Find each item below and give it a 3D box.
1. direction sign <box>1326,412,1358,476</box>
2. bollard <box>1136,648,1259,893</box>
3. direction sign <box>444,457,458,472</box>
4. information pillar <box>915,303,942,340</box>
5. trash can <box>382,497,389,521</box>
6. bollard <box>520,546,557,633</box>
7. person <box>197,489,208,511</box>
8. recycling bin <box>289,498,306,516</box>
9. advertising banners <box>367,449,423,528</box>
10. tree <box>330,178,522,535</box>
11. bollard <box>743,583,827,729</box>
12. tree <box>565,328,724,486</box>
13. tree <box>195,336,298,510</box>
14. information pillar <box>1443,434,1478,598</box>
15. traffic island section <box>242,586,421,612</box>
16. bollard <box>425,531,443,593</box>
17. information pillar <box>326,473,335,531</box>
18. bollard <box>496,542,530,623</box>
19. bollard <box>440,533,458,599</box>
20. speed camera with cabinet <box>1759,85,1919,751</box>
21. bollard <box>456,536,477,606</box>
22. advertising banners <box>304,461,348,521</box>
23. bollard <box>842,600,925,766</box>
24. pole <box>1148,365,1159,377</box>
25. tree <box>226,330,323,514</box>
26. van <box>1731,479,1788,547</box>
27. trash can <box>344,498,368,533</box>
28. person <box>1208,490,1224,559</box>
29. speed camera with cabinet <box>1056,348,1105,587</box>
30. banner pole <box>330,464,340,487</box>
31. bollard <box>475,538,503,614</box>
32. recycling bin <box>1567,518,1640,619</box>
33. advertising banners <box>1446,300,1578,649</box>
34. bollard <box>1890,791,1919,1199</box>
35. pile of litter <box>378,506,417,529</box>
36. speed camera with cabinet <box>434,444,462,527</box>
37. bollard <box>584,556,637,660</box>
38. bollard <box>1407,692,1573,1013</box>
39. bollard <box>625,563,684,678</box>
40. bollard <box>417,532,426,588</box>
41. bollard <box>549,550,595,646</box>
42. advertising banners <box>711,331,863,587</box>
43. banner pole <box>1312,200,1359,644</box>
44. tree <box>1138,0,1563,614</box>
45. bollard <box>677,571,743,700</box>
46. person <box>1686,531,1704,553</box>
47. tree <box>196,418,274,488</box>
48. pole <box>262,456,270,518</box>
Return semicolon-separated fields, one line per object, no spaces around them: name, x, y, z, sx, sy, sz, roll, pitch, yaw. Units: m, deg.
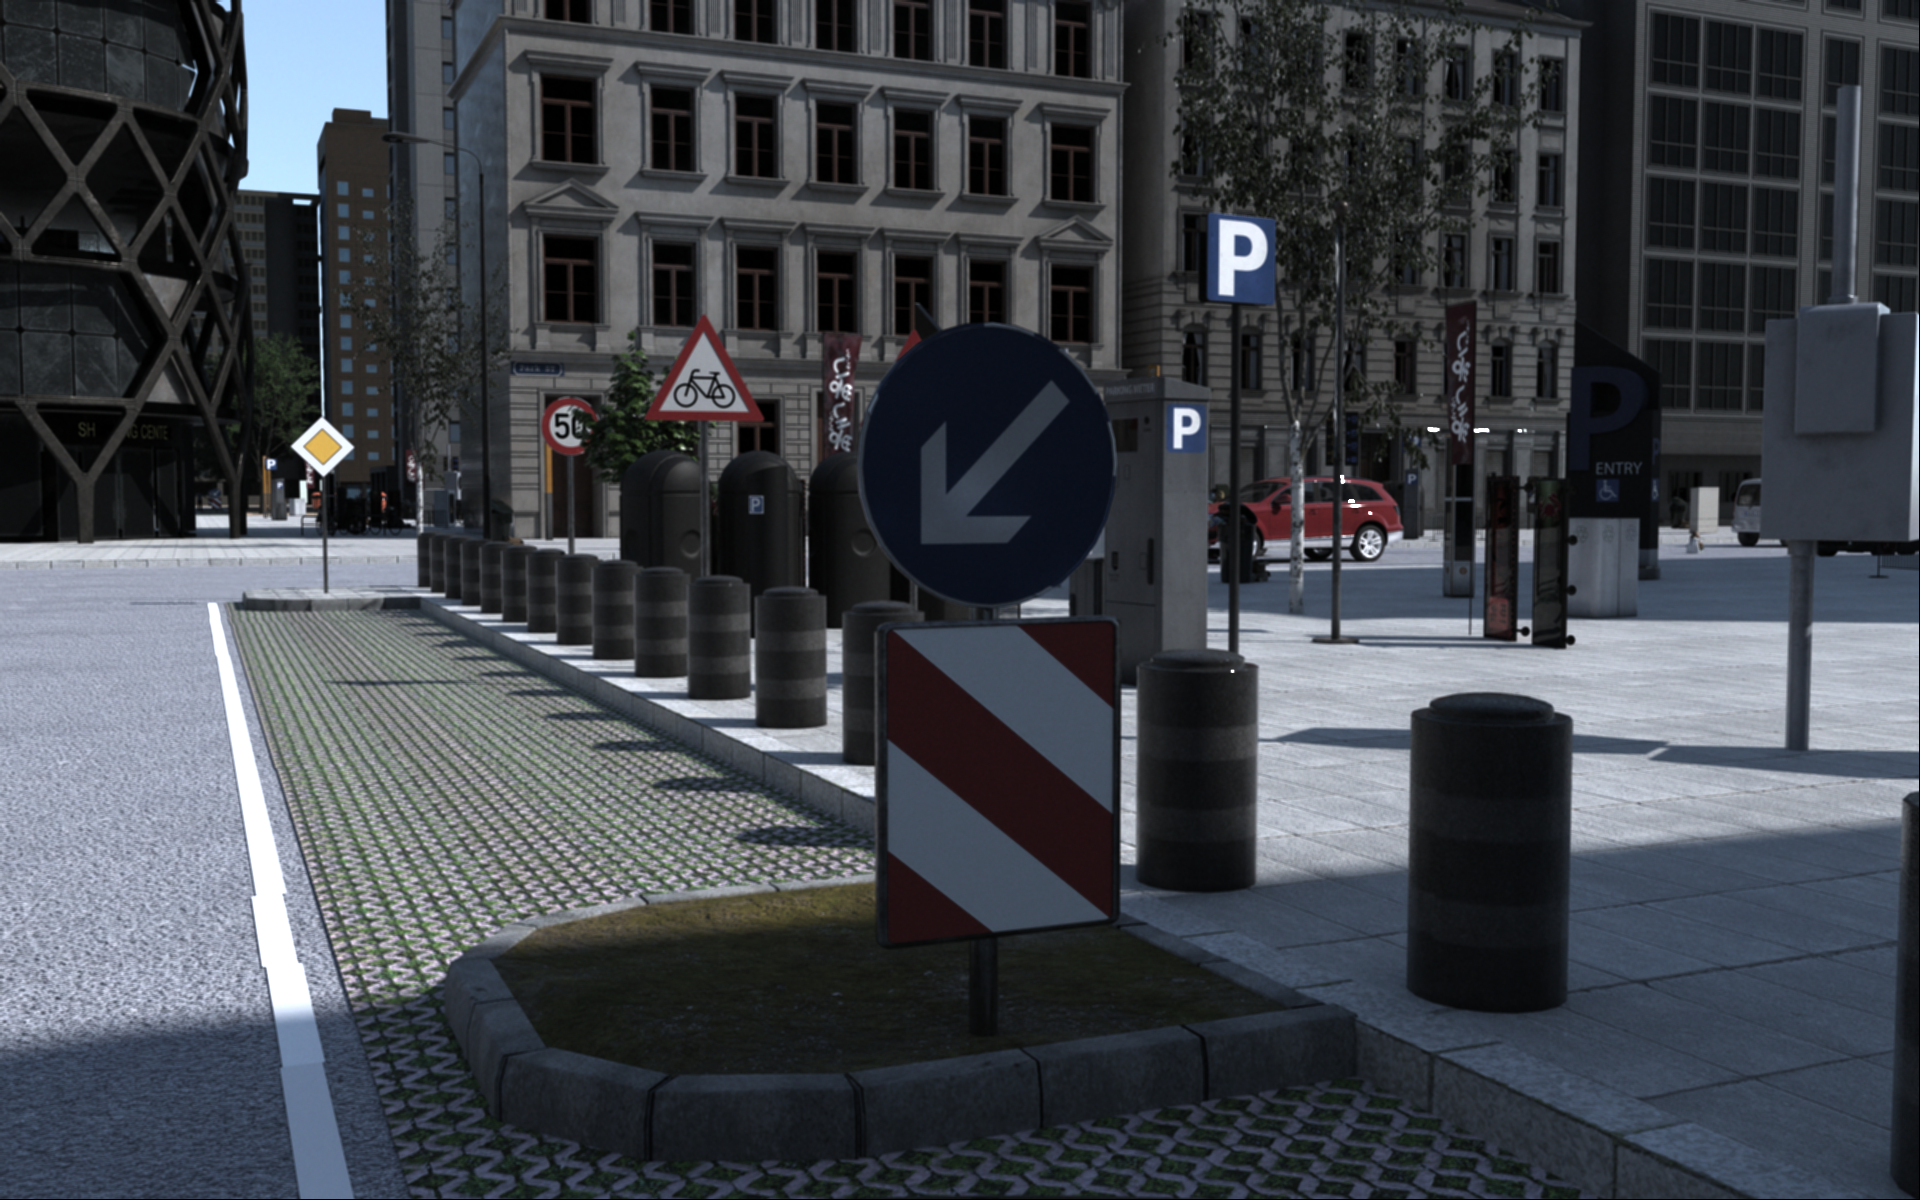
direction sign;10.535;-3.415;47.837;0.876;3.537;0.379;1;4;22
bollard;0.786;0.549;5.747;0.404;0.777;0.398;0;3;0
direction sign;-30.965;-6.938;105.441;0.876;3.537;0.379;0;4;-1
information pillar;-0.370;-1.827;21.220;0.183;3.616;0.504;-3;5;-44
trash can;-29.998;-4.841;90.799;0.748;1.137;0.748;0;3;0
bollard;-3.829;-0.086;16.128;0.404;0.777;0.398;0;3;0
person;-63.131;-8.278;143.832;1.348;1.826;0.705;-3;5;-39
recycling bin;-38.891;-5.451;101.670;0.722;1.027;0.722;3;5;44
advertising banners;-21.897;-4.328;66.949;2.074;3.025;0.090;-3;5;-43
tree;-12.772;-5.576;41.537;4.360;8.622;3.978;0;3;0
bollard;-0.939;0.311;9.627;0.404;0.777;0.398;0;3;0
tree;-3.893;-1.578;20.404;1.663;3.219;1.824;0;3;0
tree;-57.966;-14.265;139.881;9.857;13.997;8.962;0;3;0
information pillar;6.200;-1.039;21.481;0.304;2.012;0.304;0;4;-5
traffic island section;-8.176;-0.007;22.401;2.009;0.180;2.903;-2;4;-24
bollard;-6.704;-0.482;22.600;0.404;0.777;0.398;0;3;0
information pillar;-22.255;-3.460;61.057;0.304;2.012;0.304;2;4;26
bollard;-4.405;-0.165;17.420;0.404;0.777;0.398;0;3;0
bollard;-6.131;-0.403;21.306;0.404;0.777;0.398;0;3;0
speed camera with cabinet;4.993;-0.853;8.279;2.038;3.252;0.660;2;4;35
bollard;-5.556;-0.324;20.013;0.404;0.777;0.398;0;3;0
advertising banners;-30.229;-5.281;82.537;2.074;3.025;0.090;-3;5;-41
bollard;-0.368;0.391;8.332;0.404;0.777;0.398;0;3;0
pole;3.071;-2.061;27.533;0.158;3.312;0.155;0;3;0
tree;-44.481;-11.274;110.090;9.928;11.665;9.643;0;3;0
van;23.306;-2.489;47.707;4.112;2.044;2.013;-1;4;-23
trash can;-19.754;-2.753;56.666;0.748;1.137;0.748;0;3;0
person;5.759;-1.659;38.161;0.613;1.512;0.480;-3;4;-37
speed camera with cabinet;1.952;-1.762;23.145;0.660;3.252;2.038;-2;4;-34
banner pole;-25.263;-4.890;69.971;0.401;3.779;0.863;1;4;22
bollard;-4.978;-0.244;18.715;0.404;0.777;0.398;0;3;0
recycling bin;6.628;-0.347;18.235;0.722;1.027;0.722;-2;4;-33
advertising banners;4.773;-1.161;15.175;0.090;3.025;2.074;-1;4;-14
bollard;1.934;0.707;3.156;0.404;0.777;0.398;0;3;0
pile of litter;-21.129;-3.107;64.768;1.719;0.858;1.176;3;4;36
speed camera with cabinet;-20.178;-4.525;68.318;0.660;3.252;2.038;0;4;0
bollard;-2.670;0.073;13.530;0.404;0.777;0.398;0;3;0
bollard;1.358;0.628;4.452;0.404;0.777;0.398;0;3;0
bollard;-2.100;0.152;12.235;0.404;0.777;0.398;0;3;0
bollard;-7.280;-0.562;23.905;0.404;0.777;0.398;0;3;0
bollard;-3.255;-0.007;14.834;0.404;0.777;0.398;0;3;0
advertising banners;-1.882;-1.358;18.386;2.074;3.025;0.090;-3;4;-37
banner pole;3.187;-1.507;14.651;0.401;3.779;0.863;1;4;16
tree;3.740;-4.148;18.189;4.360;8.622;3.978;0;3;0
bollard;-1.522;0.231;10.940;0.404;0.777;0.398;0;3;0
person;17.744;-1.397;41.810;0.381;0.543;0.357;3;4;36
tree;-70.164;-15.277;166.783;9.611;12.733;9.660;0;3;0
pole;-37.102;-6.030;92.427;0.158;3.312;0.155;0;3;0
